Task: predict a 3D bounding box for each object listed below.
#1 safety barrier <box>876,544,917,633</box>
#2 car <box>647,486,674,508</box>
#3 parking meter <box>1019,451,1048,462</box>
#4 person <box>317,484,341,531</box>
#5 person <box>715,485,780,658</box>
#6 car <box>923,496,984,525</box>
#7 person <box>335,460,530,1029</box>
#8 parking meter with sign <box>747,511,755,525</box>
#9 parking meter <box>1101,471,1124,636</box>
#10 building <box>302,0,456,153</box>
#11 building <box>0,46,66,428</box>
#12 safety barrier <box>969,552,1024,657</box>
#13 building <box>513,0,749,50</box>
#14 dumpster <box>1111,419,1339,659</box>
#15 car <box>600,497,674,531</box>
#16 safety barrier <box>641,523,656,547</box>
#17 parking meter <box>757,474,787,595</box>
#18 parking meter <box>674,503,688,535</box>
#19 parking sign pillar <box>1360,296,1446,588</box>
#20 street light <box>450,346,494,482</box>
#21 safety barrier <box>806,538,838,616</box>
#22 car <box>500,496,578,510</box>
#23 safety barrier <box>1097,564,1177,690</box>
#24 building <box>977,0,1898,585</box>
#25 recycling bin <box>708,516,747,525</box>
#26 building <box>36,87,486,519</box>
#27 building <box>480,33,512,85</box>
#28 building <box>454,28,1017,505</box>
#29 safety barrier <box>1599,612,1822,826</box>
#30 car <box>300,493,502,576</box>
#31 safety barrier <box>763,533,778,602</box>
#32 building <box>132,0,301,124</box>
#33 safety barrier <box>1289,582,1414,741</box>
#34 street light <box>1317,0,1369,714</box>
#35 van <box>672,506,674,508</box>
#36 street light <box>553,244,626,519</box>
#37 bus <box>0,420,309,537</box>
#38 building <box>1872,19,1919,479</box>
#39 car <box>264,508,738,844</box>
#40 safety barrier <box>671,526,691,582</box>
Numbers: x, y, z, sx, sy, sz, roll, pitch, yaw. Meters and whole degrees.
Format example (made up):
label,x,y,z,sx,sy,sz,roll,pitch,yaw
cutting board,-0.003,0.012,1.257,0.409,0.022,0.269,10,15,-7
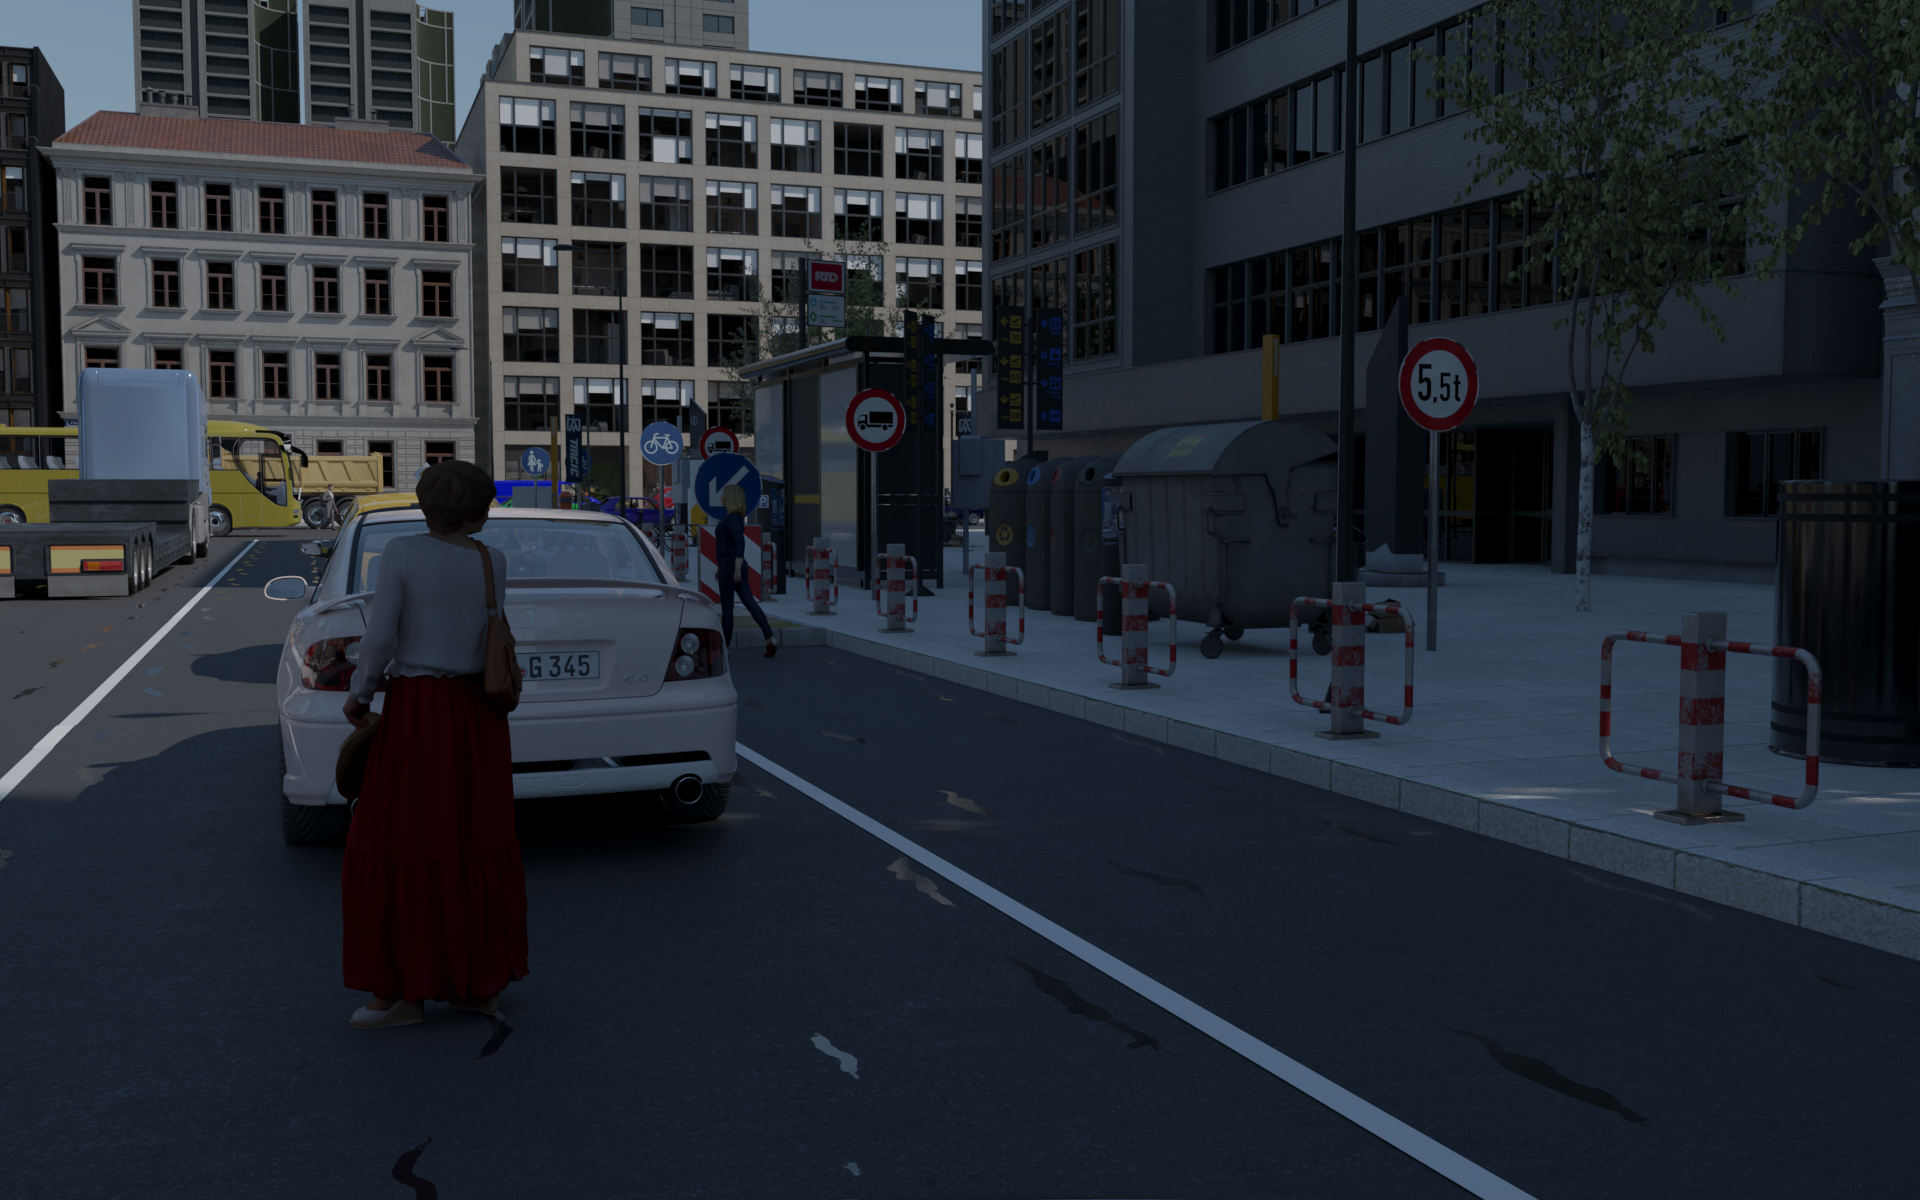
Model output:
label,x,y,z,sx,sy,sz,roll,pitch,yaw
safety barrier,-0.593,-0.109,16.064,0.300,0.817,1.120,-1,4,-21
car,-12.305,-4.486,82.021,5.304,1.827,2.281,-1,4,-22
parking meter,0.992,-1.086,23.462,0.255,1.863,0.399,-2,4,-32
person,-24.681,-3.623,67.706,0.822,1.834,0.622,0,4,4
person,-1.907,-0.251,15.151,0.613,1.512,0.480,-1,4,-16
car,-0.875,-4.172,80.797,3.894,1.354,1.945,-1,4,-19
person,-1.435,0.381,4.745,0.523,1.526,0.387,-3,4,-37
parking meter with sign,-5.779,-3.117,47.225,0.543,3.016,1.738,-3,5,-41
parking meter,1.476,-0.451,15.781,0.372,1.533,0.369,0,3,0
building,-83.374,-49.686,250.622,20.611,71.187,20.563,-1,4,-21
building,-54.319,-15.747,87.135,15.834,23.373,12.332,-1,4,-21
safety barrier,0.282,0.032,13.748,0.300,0.817,1.120,-1,4,-21
building,-32.093,-44.241,161.598,20.563,71.187,20.611,-1,4,-21
dumpster,2.192,-0.519,14.252,1.264,1.857,1.865,-1,4,-21
car,-12.180,-3.301,66.554,3.894,1.354,1.945,-1,4,-20
safety barrier,-4.979,-0.817,27.636,0.300,0.817,1.120,-1,4,-21
parking meter,-2.418,-0.843,22.198,0.372,1.533,0.369,0,3,0
parking meter,-7.443,-2.312,46.218,0.372,1.533,0.369,0,3,0
parking sign pillar,6.111,-2.195,24.355,1.447,3.967,1.447,0,4,-6
street light,-15.320,-5.021,54.637,1.470,5.913,1.316,-1,4,-21
safety barrier,-1.470,-0.251,18.377,0.300,0.817,1.120,-1,4,-21
car,-18.306,-3.918,72.850,4.718,1.807,1.959,-1,4,-21
safety barrier,1.156,0.174,11.437,0.300,0.817,1.120,-1,4,-21
building,12.020,-13.331,37.033,14.314,24.678,30.058,-1,4,-21
recycling bin,-4.622,-1.341,34.478,0.722,1.027,0.722,0,4,-4
building,-36.956,-15.741,93.516,21.152,22.565,11.583,-1,4,-21
building,-40.275,-34.668,186.433,23.786,49.044,30.456,-1,4,-21
building,-12.651,-18.517,107.274,34.151,26.468,19.350,-1,4,-21
safety barrier,2.913,0.457,6.801,0.300,0.817,1.120,-1,4,-21
car,-4.617,-0.288,14.928,2.015,1.641,3.980,-1,4,-20
safety barrier,-2.344,-0.392,20.688,0.300,0.817,1.120,-1,4,-21
building,-103.006,-49.204,242.744,20.611,71.187,20.563,-1,4,-21
safety barrier,2.043,0.316,9.114,0.300,0.817,1.120,-1,4,-21
street light,1.753,-2.283,9.871,1.470,5.913,1.316,-1,4,-21
van,-10.418,-4.110,74.211,4.112,2.044,2.013,-1,4,-23
street light,-6.895,-3.668,32.519,1.470,5.913,1.316,-1,4,-21
bus,-28.012,-4.006,57.053,12.252,3.916,2.896,-1,4,-20
building,18.665,-10.074,13.869,9.793,20.994,18.267,-1,4,-21
car,-2.377,0.226,8.665,2.083,1.381,4.827,-1,4,-19
safety barrier,-4.102,-0.676,25.326,0.300,0.817,1.120,-1,4,-21
